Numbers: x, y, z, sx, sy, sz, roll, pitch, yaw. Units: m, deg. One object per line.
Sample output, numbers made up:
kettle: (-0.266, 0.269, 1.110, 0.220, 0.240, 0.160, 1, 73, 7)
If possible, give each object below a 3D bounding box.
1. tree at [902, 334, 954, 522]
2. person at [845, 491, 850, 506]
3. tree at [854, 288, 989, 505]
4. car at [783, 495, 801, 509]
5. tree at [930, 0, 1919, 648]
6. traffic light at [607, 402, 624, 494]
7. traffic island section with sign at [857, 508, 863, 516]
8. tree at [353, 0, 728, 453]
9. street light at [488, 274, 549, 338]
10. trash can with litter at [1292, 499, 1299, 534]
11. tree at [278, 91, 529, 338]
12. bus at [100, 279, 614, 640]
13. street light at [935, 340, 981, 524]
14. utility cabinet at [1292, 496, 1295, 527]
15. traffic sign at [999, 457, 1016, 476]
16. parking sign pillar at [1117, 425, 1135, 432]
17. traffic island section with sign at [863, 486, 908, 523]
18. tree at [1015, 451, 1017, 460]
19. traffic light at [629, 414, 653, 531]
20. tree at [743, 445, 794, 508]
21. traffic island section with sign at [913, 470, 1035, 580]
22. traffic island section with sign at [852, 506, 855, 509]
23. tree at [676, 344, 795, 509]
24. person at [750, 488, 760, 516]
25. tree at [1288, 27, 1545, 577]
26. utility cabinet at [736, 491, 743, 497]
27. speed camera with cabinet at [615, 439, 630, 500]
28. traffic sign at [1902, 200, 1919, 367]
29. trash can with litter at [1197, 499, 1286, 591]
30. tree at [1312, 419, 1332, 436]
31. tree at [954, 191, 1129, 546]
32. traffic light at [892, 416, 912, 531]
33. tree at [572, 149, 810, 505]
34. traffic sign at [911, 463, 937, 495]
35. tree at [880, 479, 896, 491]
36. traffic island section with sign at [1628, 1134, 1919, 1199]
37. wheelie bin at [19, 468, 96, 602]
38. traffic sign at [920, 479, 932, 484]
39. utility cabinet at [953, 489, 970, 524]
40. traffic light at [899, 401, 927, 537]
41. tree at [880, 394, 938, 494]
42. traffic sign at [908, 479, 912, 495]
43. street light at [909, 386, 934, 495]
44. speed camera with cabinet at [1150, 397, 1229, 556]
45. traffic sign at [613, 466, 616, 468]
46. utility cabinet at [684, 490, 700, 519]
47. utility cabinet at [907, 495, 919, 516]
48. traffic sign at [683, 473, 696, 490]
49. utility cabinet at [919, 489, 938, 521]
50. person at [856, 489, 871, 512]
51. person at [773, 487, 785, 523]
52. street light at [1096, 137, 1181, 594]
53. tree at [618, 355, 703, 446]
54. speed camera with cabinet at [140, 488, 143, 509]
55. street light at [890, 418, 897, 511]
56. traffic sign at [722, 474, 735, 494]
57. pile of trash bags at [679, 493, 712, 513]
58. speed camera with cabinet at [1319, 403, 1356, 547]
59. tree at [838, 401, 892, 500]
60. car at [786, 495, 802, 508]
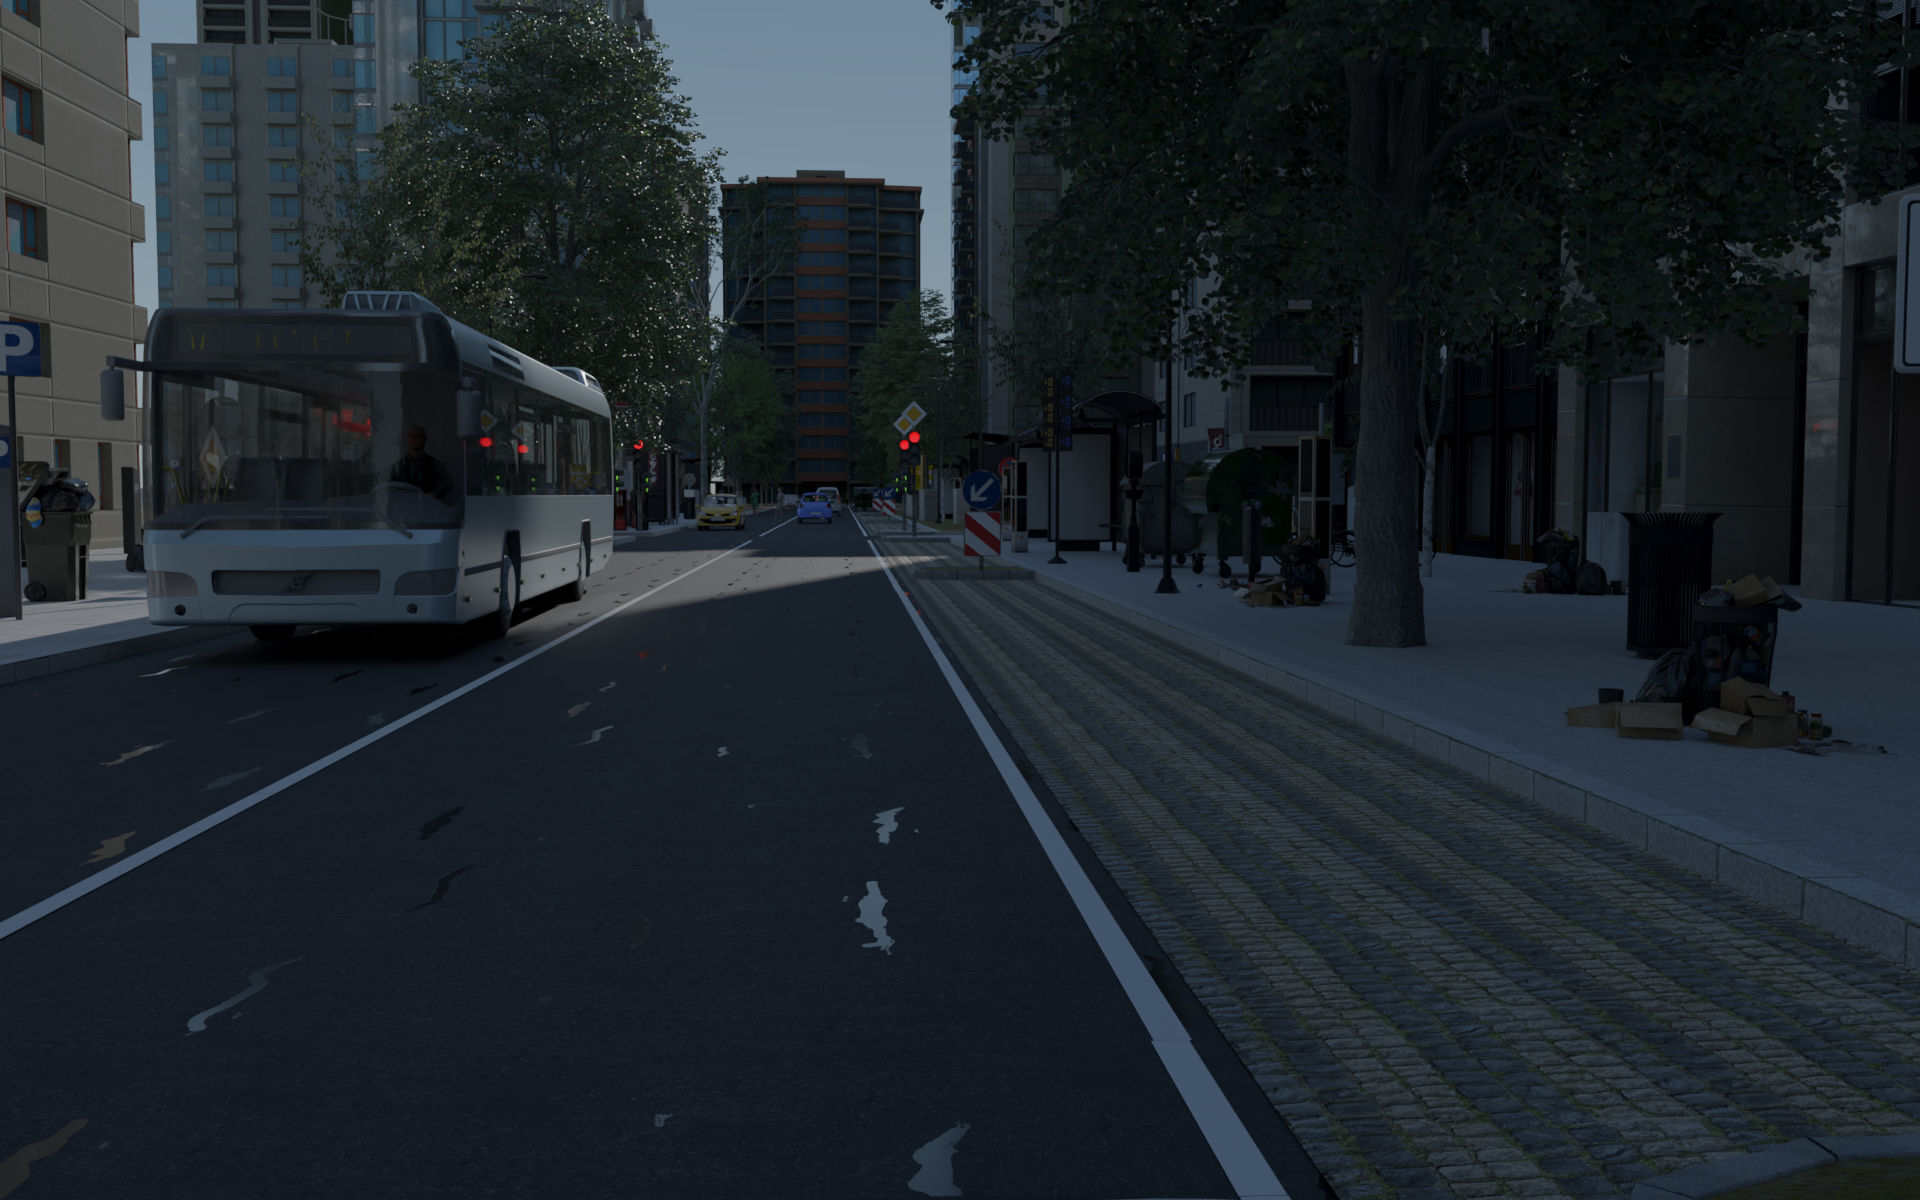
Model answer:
tree: (-0.539, -7.965, 80.585, 4.360, 8.622, 3.978, 0, 3, 0)
person: (-13.650, -12.306, 209.800, 0.705, 1.812, 1.348, 1, 4, 22)
tree: (-2.296, -10.888, 96.139, 7.486, 12.596, 7.792, 0, 3, 0)
car: (-16.592, -9.642, 170.016, 2.083, 1.381, 4.827, 0, 4, -4)
tree: (3.745, -6.586, 14.343, 9.857, 13.997, 8.962, 0, 3, 0)
traffic light: (-10.440, -3.829, 51.528, 0.839, 4.253, 0.868, 0, 4, -4)
traffic island section with sign: (-5.481, -6.332, 112.157, 1.989, 1.847, 2.006, 0, 4, -4)
tree: (-10.363, -8.375, 43.588, 9.857, 13.997, 8.962, 0, 3, 0)
street light: (-9.362, -3.919, 36.610, 1.470, 5.913, 1.316, 0, 4, -4)
trash can with litter: (8.760, -1.944, 43.169, 1.055, 1.170, 0.624, -2, 4, -31)
tree: (-10.568, -5.018, 32.407, 4.360, 8.622, 3.978, 0, 3, 0)
bus: (-6.003, -1.534, 19.946, 2.948, 3.499, 13.247, 0, 4, -5)
street light: (0.062, -4.875, 52.251, 1.470, 5.913, 1.316, 0, 4, -4)
utility cabinet: (12.776, -3.498, 68.352, 0.306, 1.237, 1.020, -2, 4, -25)
traffic sign: (1.722, -3.667, 60.060, 0.768, 2.556, 0.104, 0, 4, 4)
parking sign pillar: (5.180, -3.890, 52.076, 1.447, 3.967, 1.447, 2, 4, 29)
traffic island section with sign: (-3.596, -4.658, 84.788, 1.989, 1.847, 2.006, 0, 4, -4)
tree: (2.913, -7.578, 107.612, 4.285, 4.588, 4.351, 0, 3, 0)
traffic light: (-10.988, -4.316, 59.495, 0.839, 4.253, 0.868, 0, 4, -4)
tree: (-21.799, -15.042, 196.294, 4.737, 8.622, 4.395, 0, 3, 0)
traffic island section with sign: (0.205, -1.281, 29.567, 1.989, 1.847, 2.006, 0, 4, -4)
traffic island section with sign: (-8.885, -9.366, 161.763, 1.989, 1.847, 2.006, 0, 4, -4)
tree: (-15.854, -11.893, 120.214, 9.928, 11.665, 9.643, 0, 3, 0)
person: (-13.175, -6.257, 111.045, 0.600, 1.795, 0.529, 0, 4, 5)
tree: (7.211, -4.677, 26.838, 4.360, 8.622, 3.978, 0, 3, 0)
utility cabinet: (-16.878, -7.535, 131.880, 0.318, 1.500, 1.173, 1, 4, 10)
speed camera with cabinet: (-12.939, -4.187, 62.797, 2.038, 3.252, 0.660, 2, 4, 28)
traffic sign: (3.511, -0.235, 5.974, 0.606, 2.300, 0.079, 0, 4, 5)
trash can with litter: (4.098, -0.777, 23.769, 1.678, 1.210, 2.233, 0, 4, 7)
tree: (14.559, -5.002, 65.497, 4.285, 4.588, 4.351, 0, 3, 0)
tree: (2.343, -5.609, 42.067, 4.360, 8.622, 3.978, 0, 3, 0)
traffic light: (-1.949, -4.355, 60.130, 0.839, 4.253, 0.868, 0, 4, -4)
tree: (-15.461, -14.613, 94.803, 12.611, 20.169, 13.585, 0, 3, 0)
traffic sign: (-2.293, -7.119, 110.272, 2.265, 3.308, 0.079, 0, 4, 3)
tree: (-8.010, -11.997, 190.753, 1.663, 3.219, 1.824, 0, 3, 0)
traffic island section with sign: (2.068, 0.379, 2.436, 1.989, 1.847, 2.006, 0, 4, -4)
wheelie bin: (-10.858, -0.794, 20.888, 0.693, 1.594, 0.980, 0, 4, -6)
traffic sign: (-2.138, -6.646, 109.852, 0.795, 2.450, 0.064, 0, 4, 2)
utility cabinet: (0.299, -3.921, 72.791, 1.173, 1.500, 0.318, -2, 4, -31)
traffic light: (-1.401, -3.868, 52.164, 0.839, 4.253, 0.868, 0, 4, -4)
tree: (-3.574, -10.171, 116.662, 4.737, 8.622, 4.395, 0, 3, 0)
traffic sign: (-3.180, -6.570, 107.529, 0.768, 2.556, 0.104, 0, 4, 3)
street light: (-1.460, -6.242, 74.601, 1.470, 5.913, 1.316, 0, 4, -4)
speed camera with cabinet: (4.845, -2.538, 35.835, 0.660, 3.252, 2.038, -3, 5, -43)
traffic sign: (-13.478, -4.038, 66.132, 0.768, 2.556, 0.104, 0, 4, 0)
utility cabinet: (-13.717, -4.893, 88.676, 0.318, 1.500, 1.173, -2, 4, -34)
utility cabinet: (-2.740, -5.489, 100.902, 0.306, 1.237, 1.020, -2, 4, -35)
traffic sign: (-16.549, -6.479, 106.039, 0.768, 2.556, 0.104, 0, 4, -3)
utility cabinet: (-1.469, -4.473, 81.815, 0.318, 1.500, 1.173, 2, 4, 32)
person: (-7.694, -7.994, 138.832, 1.348, 1.869, 0.705, -3, 4, -37)
person: (-9.065, -4.764, 86.730, 0.599, 1.781, 0.374, 3, 4, 37)
street light: (2.152, -3.042, 22.285, 1.470, 5.913, 1.316, 0, 4, -4)
tree: (-14.054, -8.010, 81.326, 4.360, 8.622, 3.978, 0, 3, 0)
speed camera with cabinet: (-24.161, -3.445, 50.659, 0.660, 3.252, 2.038, -3, 5, -40)
street light: (-3.555, -8.075, 104.567, 1.470, 5.913, 1.316, 0, 4, -4)
traffic sign: (-15.097, -6.906, 112.922, 0.884, 2.594, 0.081, 0, 4, -2)
pile of trash bags: (-18.230, -6.705, 119.384, 3.447, 1.369, 1.912, 3, 5, 39)
speed camera with cabinet: (8.499, -2.638, 37.460, 2.038, 3.252, 0.660, 3, 5, 44)
tree: (-9.059, -18.286, 209.338, 12.009, 13.543, 11.850, 0, 3, 0)
car: (-16.879, -10.039, 176.720, 1.945, 1.354, 3.894, 0, 4, -4)
